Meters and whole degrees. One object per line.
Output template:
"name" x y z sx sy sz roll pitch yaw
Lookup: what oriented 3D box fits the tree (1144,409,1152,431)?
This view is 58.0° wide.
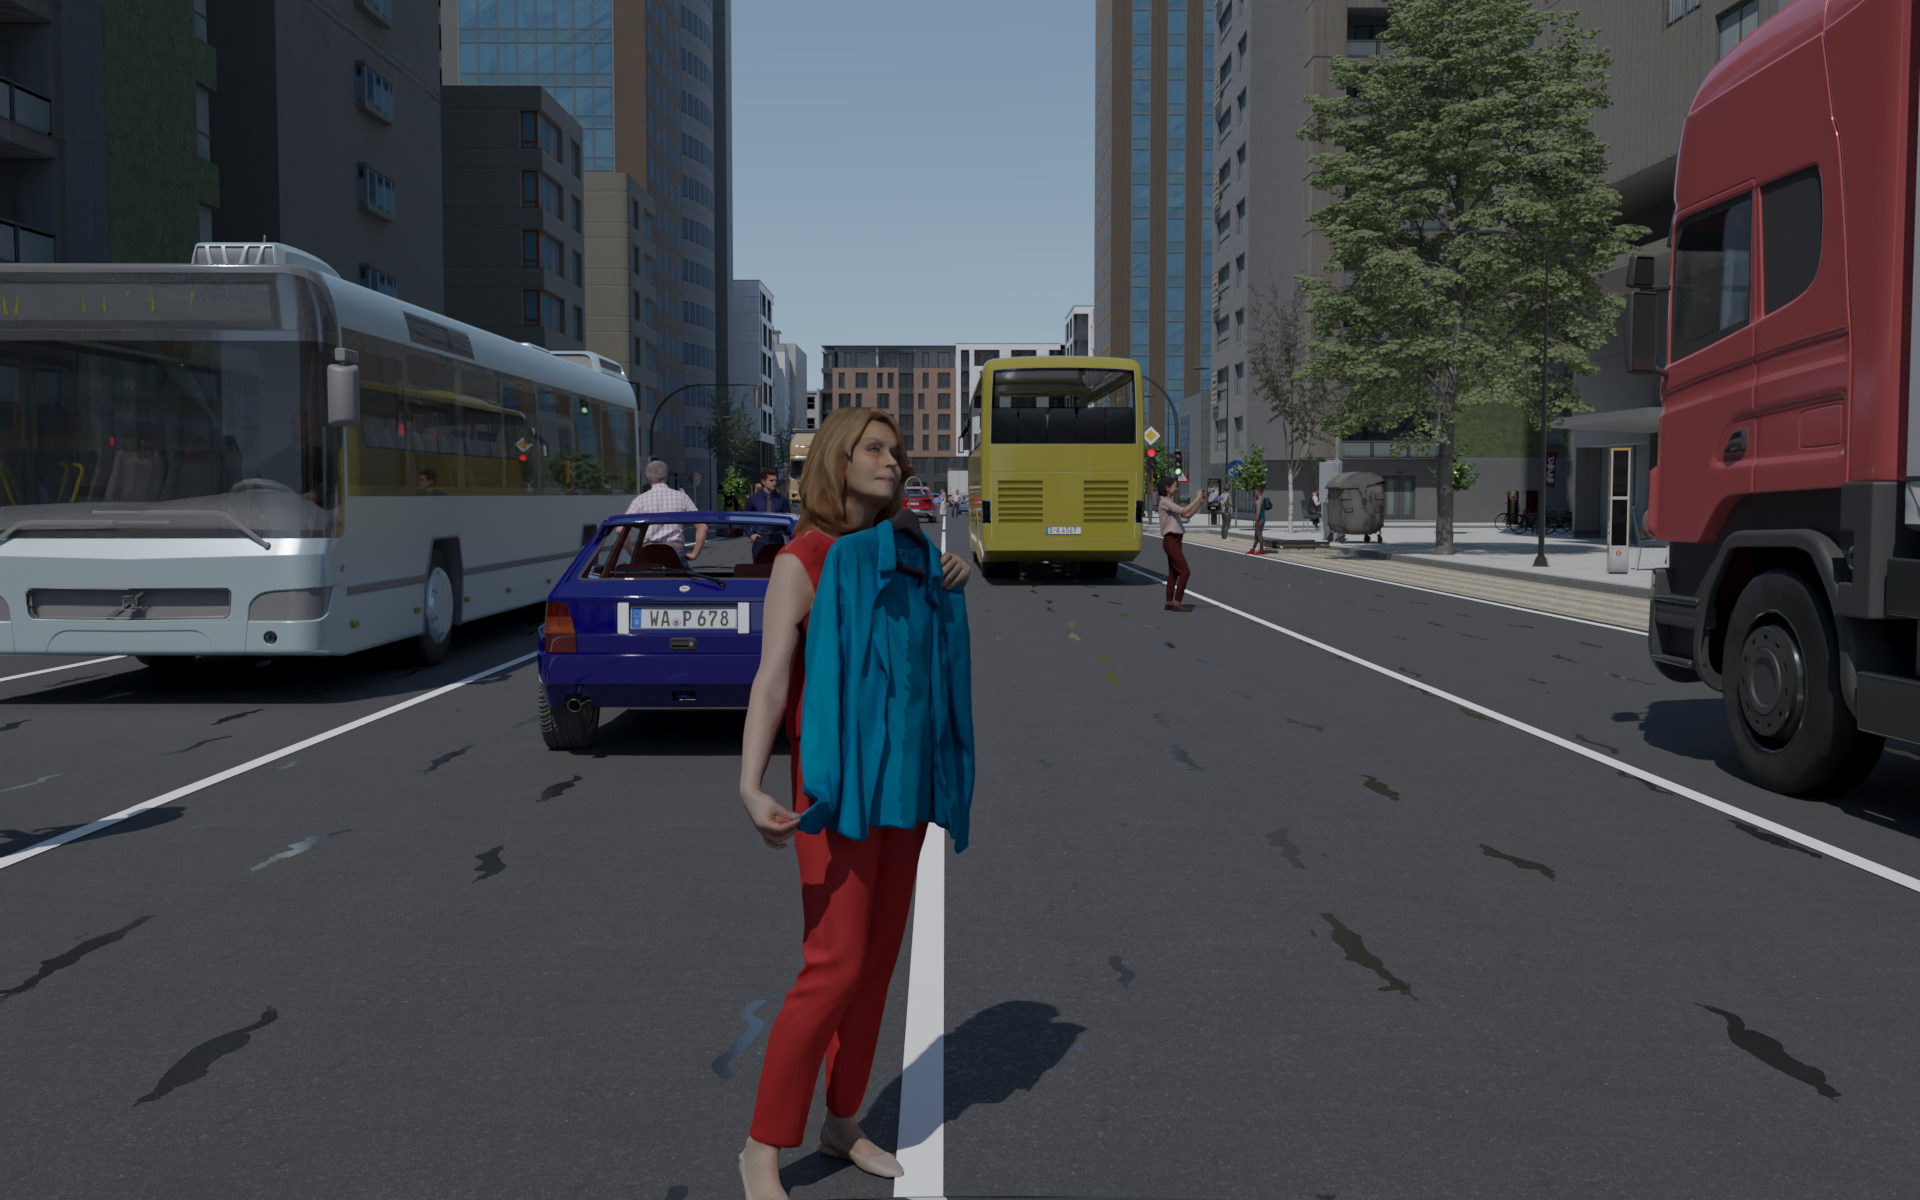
"tree" 10.816 -10.237 117.745 4.360 8.622 3.978 0 3 0

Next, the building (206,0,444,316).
"building" -28.538 -26.020 49.131 21.600 48.544 21.300 0 4 0

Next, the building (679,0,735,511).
"building" -29.389 -36.001 130.620 21.231 58.520 28.212 0 4 0

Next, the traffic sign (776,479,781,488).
"traffic sign" -15.069 -8.691 142.206 0.768 2.556 0.104 0 4 8

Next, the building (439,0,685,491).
"building" -25.546 -28.103 109.591 14.600 45.320 14.200 0 4 0

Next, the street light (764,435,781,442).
"street light" -14.737 -9.981 135.732 1.470 5.913 1.316 0 4 0

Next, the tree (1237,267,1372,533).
"tree" 10.951 -6.475 56.231 4.360 8.622 3.978 0 3 0

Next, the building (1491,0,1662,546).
"building" 28.993 -27.366 36.670 28.713 52.752 27.495 0 4 0

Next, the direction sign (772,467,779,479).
"direction sign" -15.466 -9.374 145.264 0.379 3.537 0.876 2 4 27

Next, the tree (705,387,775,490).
"tree" -15.466 -10.304 118.840 4.737 8.622 4.395 0 3 0

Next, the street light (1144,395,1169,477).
"street light" 9.241 -6.656 81.372 1.470 5.913 1.316 0 4 0

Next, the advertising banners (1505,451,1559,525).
"advertising banners" 23.536 -4.595 71.313 2.074 3.025 0.090 1 4 11

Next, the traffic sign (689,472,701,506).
"traffic sign" -15.425 -6.160 100.815 0.768 2.556 0.104 0 4 7

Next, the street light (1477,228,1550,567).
"street light" 9.731 -3.542 30.450 1.470 5.913 1.316 0 4 0

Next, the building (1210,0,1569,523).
"building" 20.023 -24.412 82.735 14.086 41.232 14.154 0 4 0

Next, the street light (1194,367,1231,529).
"street light" 9.210 -5.548 63.254 1.470 5.913 1.316 0 4 0

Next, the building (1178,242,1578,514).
"building" 26.453 -48.297 102.333 22.319 86.520 31.000 0 4 0

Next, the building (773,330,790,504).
"building" -27.338 -20.844 197.219 16.016 20.091 11.380 0 4 0

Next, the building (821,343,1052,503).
"building" -2.834 -24.732 248.344 32.646 21.610 27.936 0 4 0

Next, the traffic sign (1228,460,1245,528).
"traffic sign" 10.311 -3.947 64.631 0.768 2.556 0.104 0 4 3

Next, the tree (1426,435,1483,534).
"tree" 15.930 -3.763 56.128 1.663 3.219 1.824 0 3 0

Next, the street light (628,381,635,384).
"street light" -14.114 -6.056 71.561 1.470 5.913 1.316 0 4 0

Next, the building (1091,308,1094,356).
"building" 19.781 -18.201 154.008 16.016 20.091 11.380 0 4 0

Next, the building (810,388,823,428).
"building" -34.847 -22.979 242.158 31.486 18.905 16.747 0 4 0

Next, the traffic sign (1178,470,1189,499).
"traffic sign" 9.799 -4.734 77.399 0.884 2.594 0.081 0 4 5

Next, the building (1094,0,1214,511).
"building" 17.914 -29.600 134.062 14.600 45.320 14.200 0 4 0

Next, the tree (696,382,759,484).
"tree" -15.305 -9.963 113.255 4.360 8.622 3.978 0 3 0

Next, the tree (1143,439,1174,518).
"tree" 10.109 -6.697 93.208 4.285 4.588 4.351 0 3 0

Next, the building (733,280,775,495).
"building" -32.970 -19.508 162.926 27.936 21.610 32.646 0 4 0

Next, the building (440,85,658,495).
"building" -31.637 -14.854 87.905 27.650 21.520 28.899 0 4 0

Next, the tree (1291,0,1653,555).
"tree" 10.603 -7.223 36.219 7.486 12.596 7.792 0 3 0

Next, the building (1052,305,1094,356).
"building" 26.117 -22.020 204.006 27.936 21.610 32.646 0 4 0

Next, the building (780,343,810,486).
"building" -35.083 -21.111 211.620 31.486 18.905 16.747 0 4 0

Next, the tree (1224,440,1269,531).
"tree" 10.451 -4.080 61.304 1.663 3.219 1.824 0 3 0

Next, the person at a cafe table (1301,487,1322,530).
"person at a cafe table" 13.082 -3.283 62.192 1.622 1.524 1.698 -1 4 -12

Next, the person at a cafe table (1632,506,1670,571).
"person at a cafe table" 12.094 -1.096 28.785 1.726 1.238 1.698 2 4 23

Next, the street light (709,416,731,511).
"street light" -14.403 -8.017 103.611 1.470 5.913 1.316 0 4 0

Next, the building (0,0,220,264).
"building" -23.210 -21.207 30.336 14.154 41.232 14.086 0 4 0

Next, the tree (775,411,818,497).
"tree" -15.562 -12.521 155.087 4.737 8.622 4.395 0 3 0
